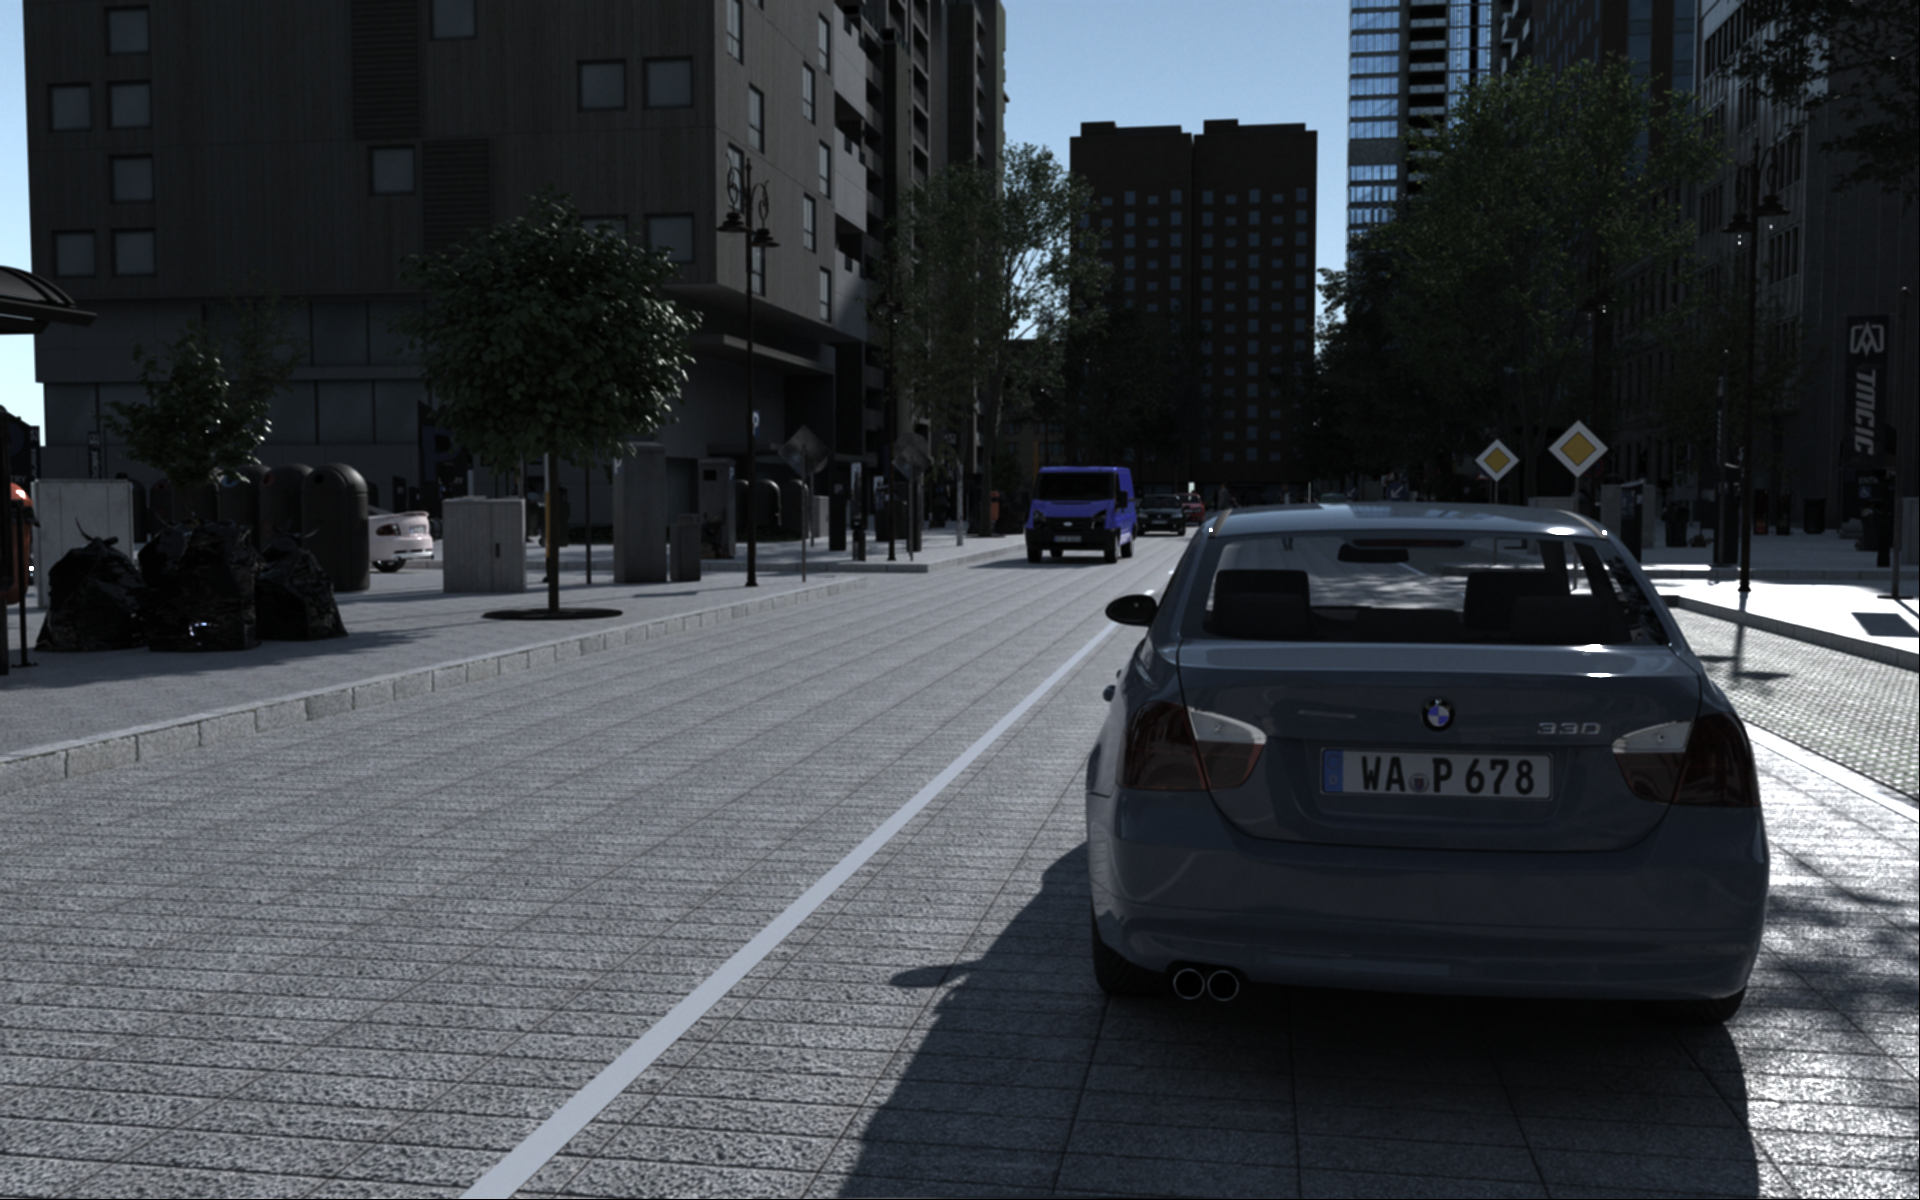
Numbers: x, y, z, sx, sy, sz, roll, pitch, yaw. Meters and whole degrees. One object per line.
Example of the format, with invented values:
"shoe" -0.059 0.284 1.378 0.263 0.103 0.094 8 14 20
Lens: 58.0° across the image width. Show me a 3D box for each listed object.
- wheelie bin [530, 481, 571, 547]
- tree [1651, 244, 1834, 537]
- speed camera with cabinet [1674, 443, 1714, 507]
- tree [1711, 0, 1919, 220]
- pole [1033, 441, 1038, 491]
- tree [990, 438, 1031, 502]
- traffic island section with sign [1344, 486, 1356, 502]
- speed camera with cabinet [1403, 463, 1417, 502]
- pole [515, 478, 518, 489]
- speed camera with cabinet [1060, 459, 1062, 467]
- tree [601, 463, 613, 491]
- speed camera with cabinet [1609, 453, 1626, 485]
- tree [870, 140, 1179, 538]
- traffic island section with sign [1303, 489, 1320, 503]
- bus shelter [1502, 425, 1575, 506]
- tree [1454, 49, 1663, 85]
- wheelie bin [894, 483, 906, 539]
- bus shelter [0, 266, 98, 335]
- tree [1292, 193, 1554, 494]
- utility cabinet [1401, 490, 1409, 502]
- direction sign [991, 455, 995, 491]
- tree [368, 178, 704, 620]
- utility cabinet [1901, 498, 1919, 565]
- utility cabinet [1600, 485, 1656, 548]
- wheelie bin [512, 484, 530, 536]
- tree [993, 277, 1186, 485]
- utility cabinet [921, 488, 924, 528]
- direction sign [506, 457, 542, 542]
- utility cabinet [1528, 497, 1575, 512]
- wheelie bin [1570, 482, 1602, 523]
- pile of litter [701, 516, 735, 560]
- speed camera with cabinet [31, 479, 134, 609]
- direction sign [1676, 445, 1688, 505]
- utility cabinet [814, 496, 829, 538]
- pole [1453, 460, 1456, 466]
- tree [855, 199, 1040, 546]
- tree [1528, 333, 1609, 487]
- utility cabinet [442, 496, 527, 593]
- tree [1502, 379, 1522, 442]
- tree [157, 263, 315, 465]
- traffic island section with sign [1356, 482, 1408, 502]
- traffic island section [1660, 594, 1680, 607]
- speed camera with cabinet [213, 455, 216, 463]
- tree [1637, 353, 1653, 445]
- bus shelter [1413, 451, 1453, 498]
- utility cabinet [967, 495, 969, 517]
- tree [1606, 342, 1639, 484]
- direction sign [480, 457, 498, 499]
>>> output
"wheelie bin" -9.887 -2.099 42.229 0.693 1.594 0.980 -3 4 -37
"tree" 23.015 -6.141 50.769 4.737 8.622 4.395 0 3 0
"speed camera with cabinet" 28.365 -4.386 66.044 2.038 3.252 0.660 0 4 -2
"tree" 9.171 -4.765 12.326 7.601 10.594 8.767 1 4 20
"pole" 2.891 -4.424 66.169 0.158 3.312 0.155 0 3 0
"tree" 1.676 -3.977 59.628 1.663 3.219 1.824 0 3 0
"traffic island section with sign" 18.537 -4.537 82.810 1.989 1.847 2.006 1 4 10
"speed camera with cabinet" 26.408 -6.586 102.012 2.038 3.252 0.660 -3 5 -40
"pole" -13.862 -3.697 54.285 0.158 3.312 0.155 0 3 0
"speed camera with cabinet" 5.612 -6.436 99.571 0.660 3.252 2.038 0 4 3
"tree" -11.560 -3.960 59.348 1.663 3.219 1.824 0 3 0
"speed camera with cabinet" 30.603 -5.371 82.150 2.038 3.252 0.660 -2 4 -24
"tree" 0.917 -7.661 51.009 9.928 11.665 9.643 0 3 0
"traffic island section with sign" 27.060 -7.578 132.524 1.989 1.847 2.006 1 4 10
"bus shelter" 20.391 -4.267 61.053 1.731 3.624 6.357 1 4 10
"tree" 13.436 -6.993 40.088 9.928 11.665 9.643 0 3 0
"wheelie bin" -1.612 -2.522 49.142 0.980 1.594 0.693 -3 4 -37
"bus shelter" -9.065 -1.153 12.781 2.014 3.302 5.546 1 4 10
"tree" 19.383 -10.067 71.258 9.857 13.997 8.962 0 3 0
"utility cabinet" 22.951 -4.950 89.618 0.318 1.500 1.173 2 4 30
"direction sign" 1.939 -6.692 101.403 0.379 3.537 0.876 -1 4 -14
"tree" -4.374 -2.106 18.152 4.285 4.588 4.351 0 3 0
"utility cabinet" 17.604 -1.233 31.317 1.020 1.237 0.306 0 4 -1
"utility cabinet" 15.690 -1.958 40.693 1.173 1.500 0.318 0 4 0
"wheelie bin" -13.171 -2.729 52.524 0.980 1.594 0.693 1 4 14
"tree" 4.869 -8.325 70.532 8.767 10.594 7.601 2 4 25
"utility cabinet" -1.803 -3.392 64.135 0.318 1.500 1.173 -3 4 -37
"direction sign" -11.536 -3.304 46.010 0.876 3.537 0.379 -2 4 -28
"utility cabinet" 12.519 -1.563 36.715 1.020 1.237 0.306 -1 4 -23
"wheelie bin" 16.117 -2.241 44.542 0.980 1.594 0.693 -3 5 -42
"pile of litter" -5.135 -1.256 34.501 1.176 0.858 1.719 -2 4 -24
"speed camera with cabinet" -10.416 -1.530 19.351 2.038 3.252 0.660 -2 4 -32
"direction sign" 33.749 -5.444 80.998 0.379 3.537 0.876 -1 4 -12
"utility cabinet" -4.132 -2.465 51.459 0.306 1.237 1.020 1 4 15
"pole" 29.706 -6.751 104.225 0.158 3.312 0.155 0 3 0
"tree" -0.240 -5.651 42.756 4.737 8.622 4.395 0 3 0
"tree" 28.326 -7.842 78.582 4.737 8.622 4.395 0 3 0
"utility cabinet" -6.204 -0.699 22.598 1.020 1.237 0.306 0 4 -4
"tree" 32.352 -8.998 97.485 4.737 8.622 4.395 0 3 0
"tree" -22.571 -6.372 54.537 4.737 8.622 4.395 0 3 0
"traffic island section with sign" 13.949 -2.897 55.993 1.989 1.847 2.006 1 4 10
"traffic island section" 8.340 -0.071 23.438 2.009 0.180 2.903 1 4 10
"speed camera with cabinet" -24.070 -3.879 57.759 2.038 3.252 0.660 0 4 -1
"tree" 26.417 -6.731 60.421 4.737 8.622 4.395 0 3 0
"bus shelter" 25.850 -6.336 94.873 1.731 3.624 6.357 1 4 10
"utility cabinet" 0.042 -5.125 94.955 0.306 1.237 1.020 3 4 39
"tree" 28.881 -7.239 68.724 4.737 8.622 4.395 0 3 0
"direction sign" -13.225 -3.513 49.430 0.876 3.537 0.379 -1 4 -11
